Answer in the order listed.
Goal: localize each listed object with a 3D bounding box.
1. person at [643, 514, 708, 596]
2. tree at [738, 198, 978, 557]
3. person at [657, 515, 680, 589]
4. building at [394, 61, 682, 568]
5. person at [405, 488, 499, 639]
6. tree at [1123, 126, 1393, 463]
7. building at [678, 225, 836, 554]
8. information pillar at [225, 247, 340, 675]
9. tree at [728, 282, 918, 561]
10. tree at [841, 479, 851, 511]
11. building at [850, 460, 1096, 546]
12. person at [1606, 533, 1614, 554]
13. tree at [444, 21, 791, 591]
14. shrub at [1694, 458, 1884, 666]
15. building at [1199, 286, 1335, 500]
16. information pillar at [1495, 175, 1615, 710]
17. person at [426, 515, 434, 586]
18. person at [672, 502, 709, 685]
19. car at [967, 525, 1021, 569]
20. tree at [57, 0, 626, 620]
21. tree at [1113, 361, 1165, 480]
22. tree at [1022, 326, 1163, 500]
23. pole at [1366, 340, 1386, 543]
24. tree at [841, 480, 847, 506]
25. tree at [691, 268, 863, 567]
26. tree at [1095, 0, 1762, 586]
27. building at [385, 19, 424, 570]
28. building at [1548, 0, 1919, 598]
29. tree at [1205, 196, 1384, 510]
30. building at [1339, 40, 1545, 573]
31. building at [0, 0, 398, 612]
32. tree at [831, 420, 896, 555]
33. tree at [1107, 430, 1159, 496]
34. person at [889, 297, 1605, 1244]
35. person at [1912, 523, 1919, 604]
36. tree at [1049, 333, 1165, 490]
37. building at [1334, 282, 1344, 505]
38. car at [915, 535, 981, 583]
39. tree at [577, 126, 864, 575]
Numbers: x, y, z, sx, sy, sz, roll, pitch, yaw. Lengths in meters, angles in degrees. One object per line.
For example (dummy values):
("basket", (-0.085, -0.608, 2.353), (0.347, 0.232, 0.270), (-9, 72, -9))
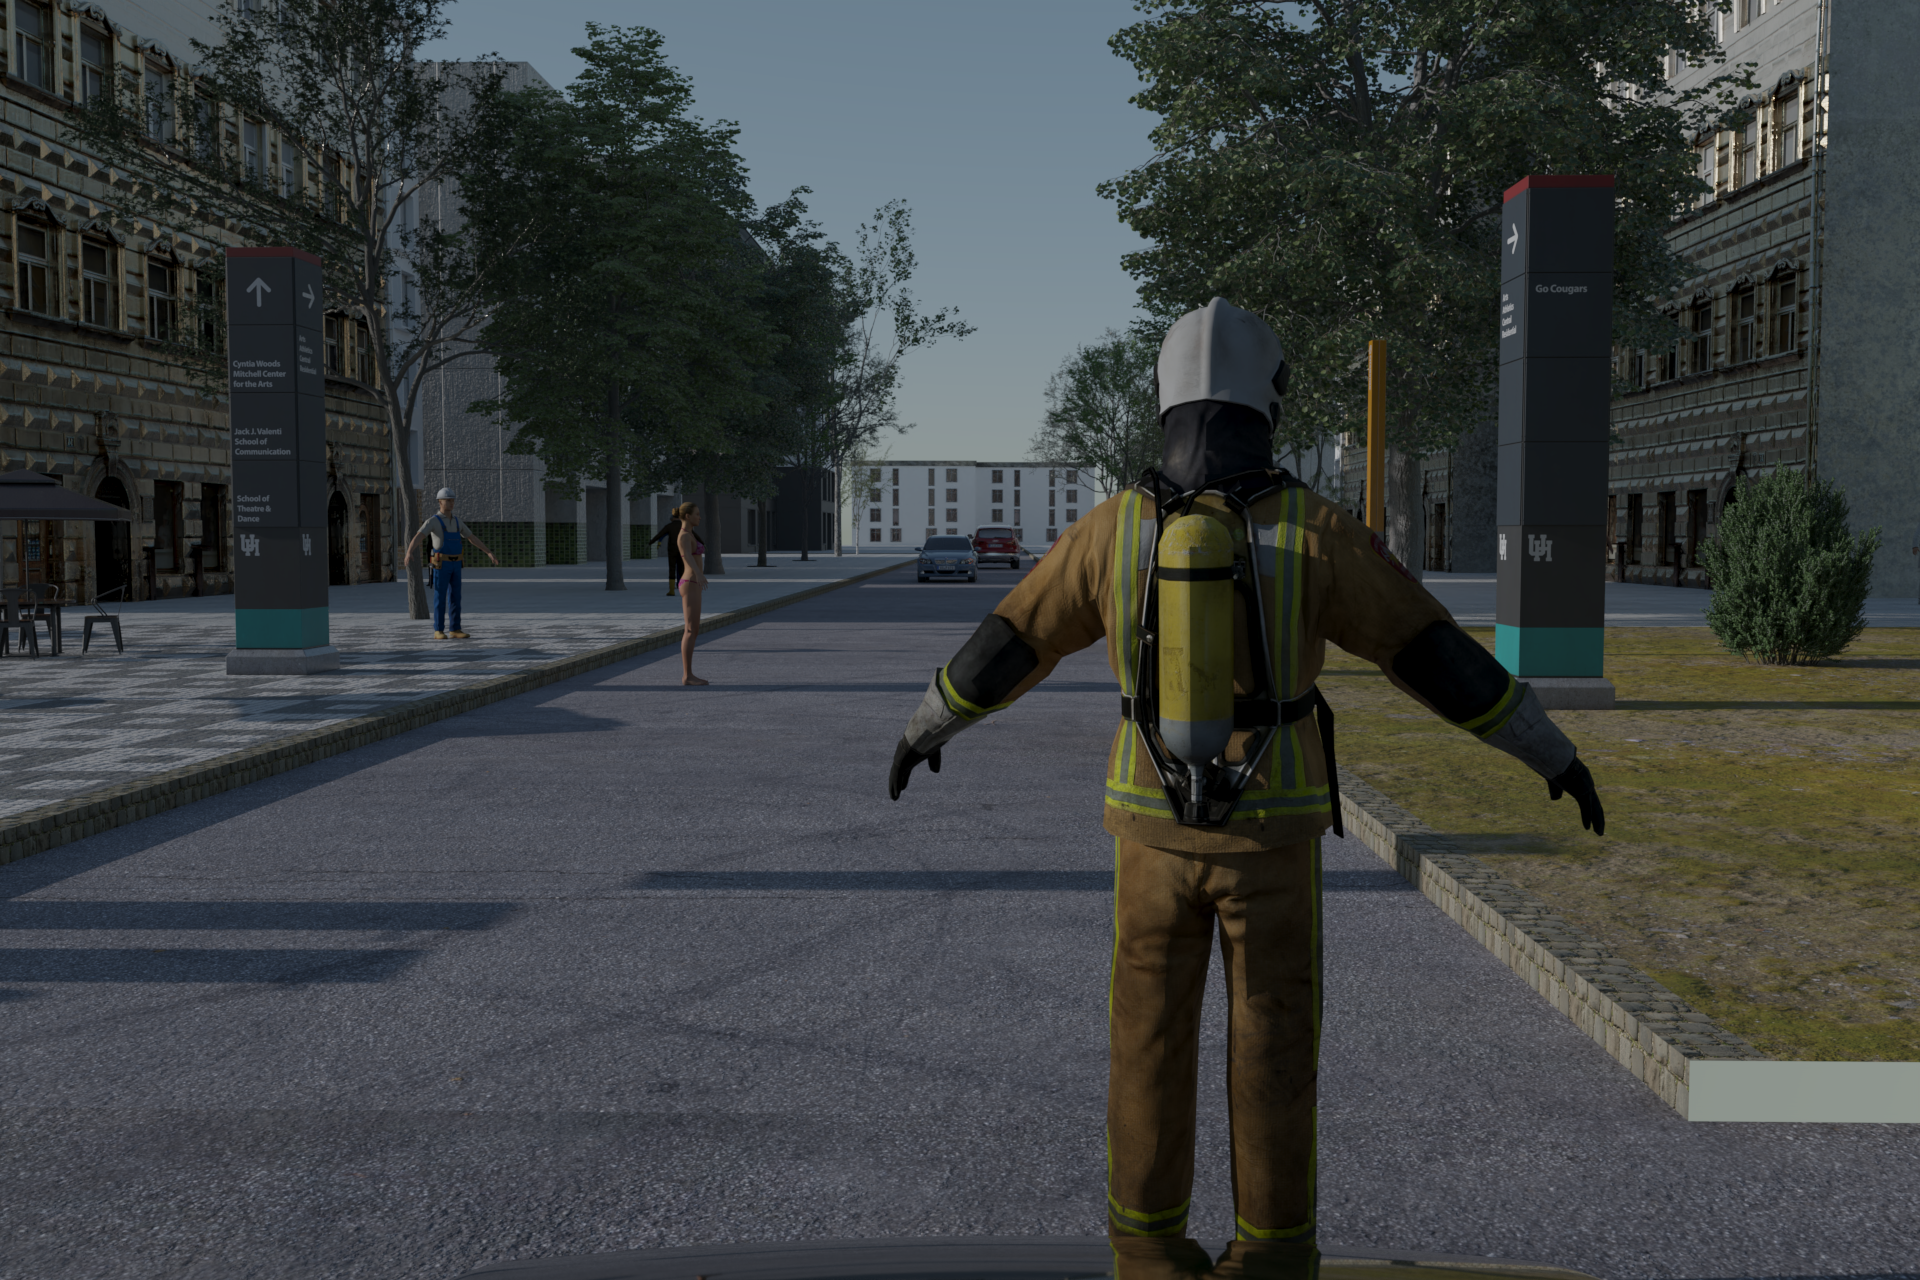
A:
("person", (-5.871, -1.820, 35.887), (1.346, 1.812, 0.704), (-1, 4, -21))
("tree", (-5.679, -14.765, 97.301), (12.611, 20.169, 13.585), (0, 3, 0))
("person", (-6.601, -2.082, 40.504), (0.721, 1.772, 1.216), (3, 5, 44))
("building", (-24.230, -13.127, 81.080), (16.747, 18.905, 31.486), (0, 4, 1))
("person", (-6.263, -0.939, 21.214), (0.705, 1.847, 1.347), (3, 4, 37))
("tree", (7.809, -7.247, 44.246), (9.928, 11.665, 9.643), (0, 3, 0))
("building", (-24.530, -17.480, 129.769), (27.936, 21.610, 32.646), (0, 4, 1))
("information pillar", (-6.289, -1.628, 16.002), (0.750, 3.857, 0.750), (0, 4, 2))
("tree", (-7.247, -10.483, 81.760), (12.009, 13.543, 11.850), (0, 3, 0))
("tree", (-14.726, -15.450, 202.965), (4.737, 8.622, 4.395), (0, 3, 0))
("building", (1.555, -15.543, 198.734), (28.070, 9.664, 9.099), (0, 4, -3))
("person", (11.626, -1.591, 32.142), (1.347, 1.817, 0.704), (-1, 4, -21))
("tree", (-7.677, -7.375, 38.708), (7.486, 12.596, 7.792), (0, 3, 0))
("shrub", (8.114, -0.771, 17.023), (1.690, 2.028, 1.600), (0, 3, 0))
("building", (25.849, -16.191, 131.181), (16.747, 18.905, 31.486), (0, 4, 2))
("information pillar", (4.406, -1.437, 12.879), (0.750, 3.857, 0.750), (0, 4, 2))
("person", (-13.022, -2.203, 42.734), (0.721, 1.740, 1.216), (3, 4, 36))
("person", (-2.491, -0.444, 16.523), (0.721, 1.733, 1.217), (-1, 4, -10))
("car", (1.438, -3.892, 72.312), (2.281, 1.827, 5.304), (0, 4, 0))
("tree", (-8.421, -5.598, 25.947), (7.601, 10.594, 8.767), (2, 4, 30))
("tree", (7.792, -7.297, 69.676), (4.360, 8.622, 3.978), (0, 3, 0))
("tree", (8.787, -11.672, 101.204), (12.009, 13.543, 11.850), (0, 3, 0))
("pole", (4.399, -1.498, 18.340), (0.158, 3.312, 0.155), (0, 3, 0))
("tree", (-14.584, -15.131, 197.755), (4.360, 8.622, 3.978), (0, 3, 0))
("tree", (-7.619, -8.644, 67.084), (9.928, 11.665, 9.643), (0, 3, 0))
("tree", (6.504, -7.252, 25.225), (9.857, 13.997, 8.962), (0, 3, 0))
("building", (-25.192, -11.915, 51.230), (16.016, 20.090, 11.380), (0, 4, 1))
("building", (26.534, -12.952, 42.688), (19.493, 23.208, 18.063), (0, 4, 2))
("tree", (7.429, -5.252, 36.234), (4.360, 8.622, 3.978), (0, 3, 0))
("building", (25.532, -14.327, 65.171), (19.493, 23.208, 18.063), (0, 4, 1))
("building", (-24.614, -12.595, 36.850), (19.493, 23.208, 18.063), (0, 4, 2))
("tree", (-6.634, -9.659, 108.279), (4.360, 8.622, 3.978), (0, 3, 0))
("tree", (21.607, -17.769, 197.185), (9.857, 13.997, 8.962), (0, 3, 0))
("person", (0.480, 0.307, 3.213), (1.354, 1.858, 0.705), (1, 4, 18))
("person", (17.670, -1.550, 31.528), (1.347, 1.806, 0.705), (-2, 4, -33))
("tree", (8.507, -9.867, 87.075), (9.928, 11.665, 9.643), (0, 3, 0))
("building", (24.409, -14.162, 87.975), (16.016, 20.090, 11.380), (0, 4, 1))
("car", (-0.355, -2.493, 52.767), (2.014, 1.417, 4.499), (0, 4, 1))
("tree", (-7.840, -9.047, 54.568), (9.857, 13.997, 8.962), (0, 3, 0))
